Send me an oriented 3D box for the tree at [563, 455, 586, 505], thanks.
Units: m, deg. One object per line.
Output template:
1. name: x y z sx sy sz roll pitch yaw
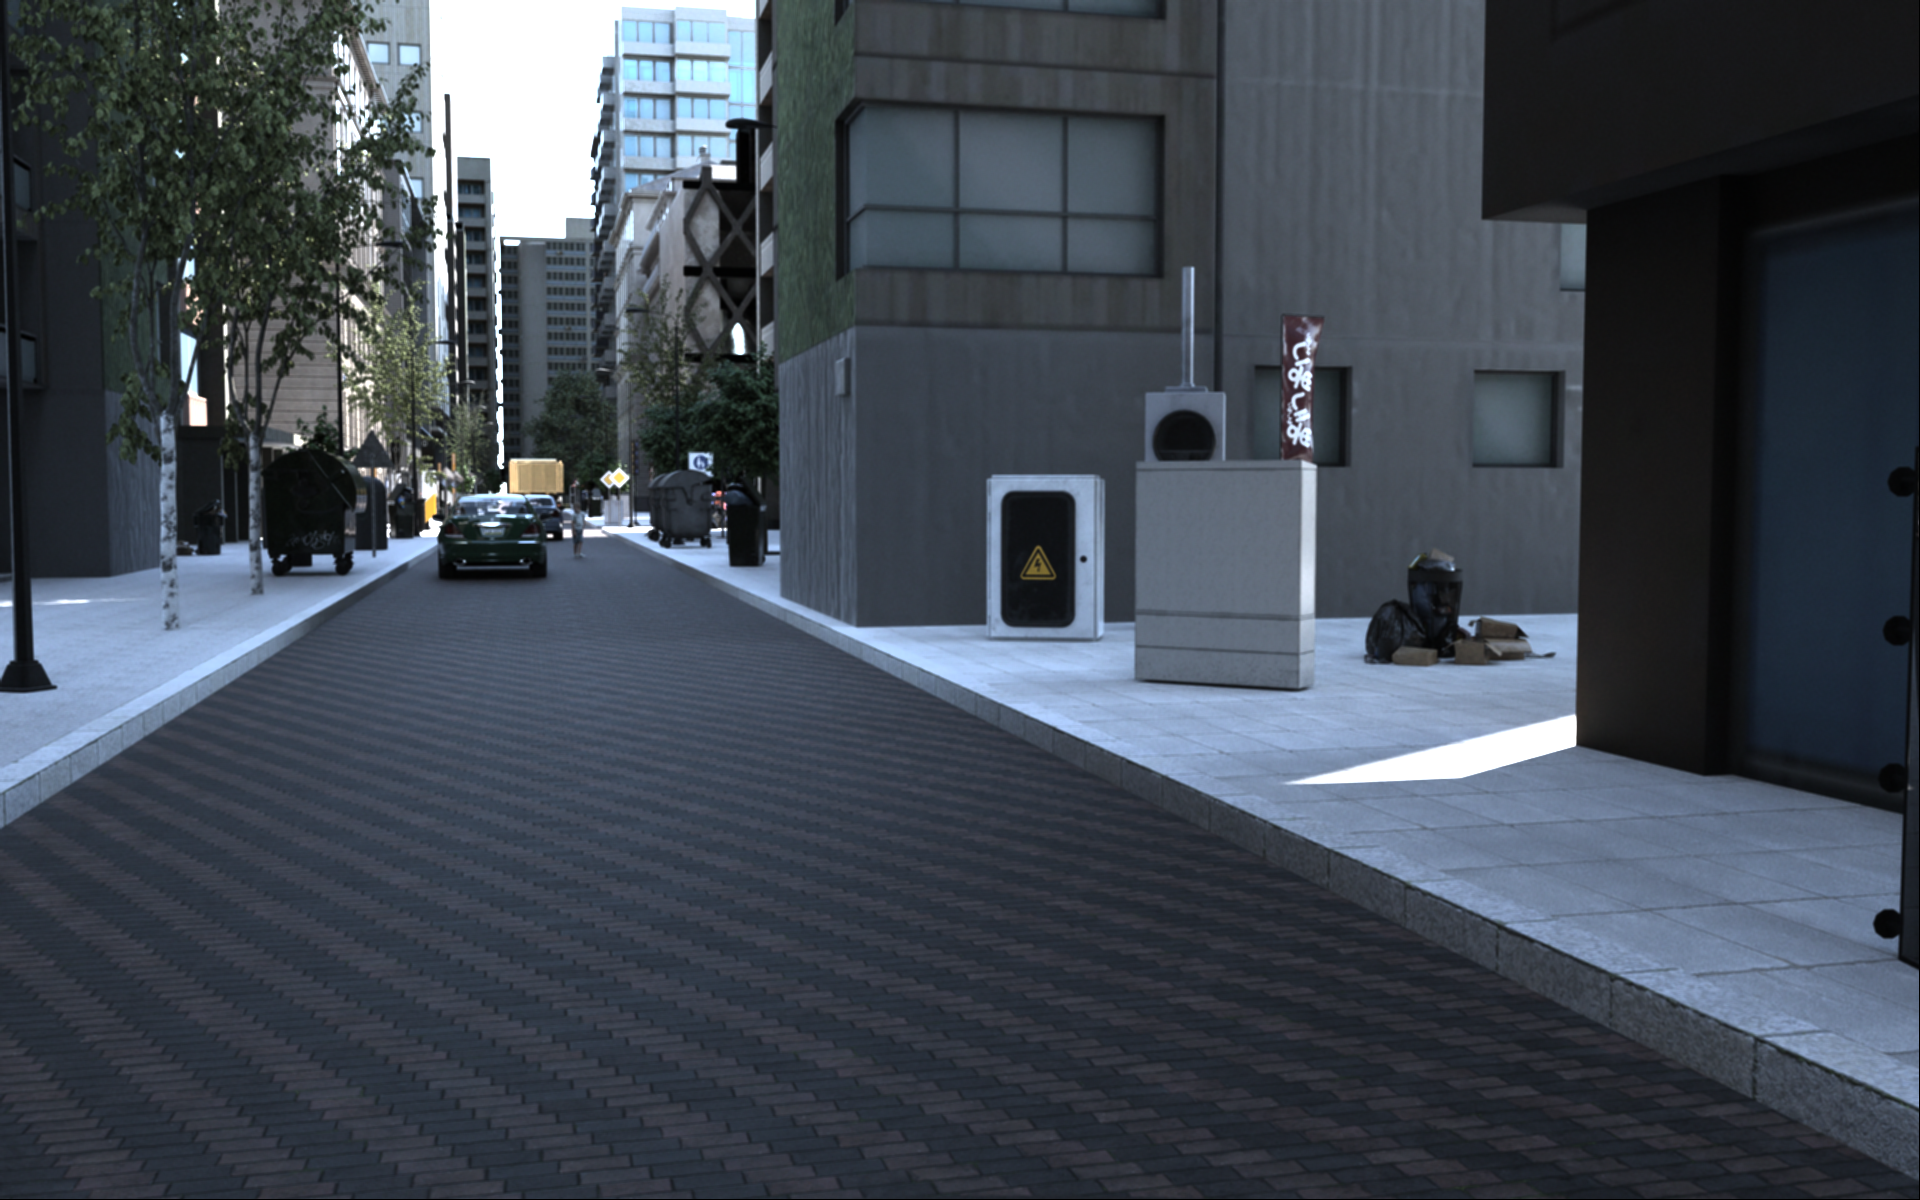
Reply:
1. tree: -25.047 -8.352 120.265 4.285 4.588 4.351 0 3 0

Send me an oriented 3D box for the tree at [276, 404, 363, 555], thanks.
1. tree: -13.523 -2.602 37.141 1.663 3.219 1.824 0 3 0

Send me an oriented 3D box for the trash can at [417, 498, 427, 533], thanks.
1. trash can: -18.120 -2.814 57.661 0.748 1.137 0.748 0 3 0

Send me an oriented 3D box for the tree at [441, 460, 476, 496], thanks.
1. tree: -30.294 -6.691 104.001 1.663 3.219 1.824 0 3 0

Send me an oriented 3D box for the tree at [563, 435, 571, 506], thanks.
1. tree: -39.824 -13.844 176.714 4.360 8.622 3.978 0 3 0

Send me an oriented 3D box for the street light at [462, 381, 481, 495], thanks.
1. street light: -20.632 -6.034 71.196 1.470 5.913 1.316 -1 4 -14

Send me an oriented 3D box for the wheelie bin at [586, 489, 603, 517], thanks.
1. wheelie bin: -20.808 -5.538 98.449 0.980 1.594 0.693 -2 4 -31

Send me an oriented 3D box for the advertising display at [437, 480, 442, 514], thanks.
1. advertising display: -23.981 -4.560 79.772 0.123 1.923 0.974 -1 4 -22

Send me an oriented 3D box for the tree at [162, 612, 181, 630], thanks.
1. tree: -7.365 -4.038 16.380 4.737 8.622 4.395 0 3 0

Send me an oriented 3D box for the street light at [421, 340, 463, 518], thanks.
1. street light: -15.946 -4.882 52.355 1.470 5.913 1.316 -1 4 -14

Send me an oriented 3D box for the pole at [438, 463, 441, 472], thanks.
1. pole: -34.051 -7.309 113.345 0.158 3.312 0.155 0 3 0

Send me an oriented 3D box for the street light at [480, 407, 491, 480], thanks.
1. street light: -25.857 -7.304 91.964 1.470 5.913 1.316 -1 4 -14

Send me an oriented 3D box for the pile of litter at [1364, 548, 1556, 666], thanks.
1. pile of litter: 3.889 0.031 13.463 1.719 0.858 1.176 -1 4 -11

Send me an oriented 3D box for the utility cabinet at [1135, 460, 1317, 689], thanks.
1. utility cabinet: 1.773 -0.179 11.601 1.173 1.500 0.318 2 4 31

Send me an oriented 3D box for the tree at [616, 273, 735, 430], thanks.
1. tree: -9.769 -6.640 58.925 4.737 8.622 4.395 0 3 0

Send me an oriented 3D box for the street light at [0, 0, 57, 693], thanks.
1. street light: -5.592 -2.369 11.278 1.470 5.913 1.316 -1 4 -14

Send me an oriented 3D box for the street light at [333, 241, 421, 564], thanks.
1. street light: -10.801 -3.623 31.783 1.470 5.913 1.316 -1 4 -14

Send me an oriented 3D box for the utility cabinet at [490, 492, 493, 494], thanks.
1. utility cabinet: -38.672 -8.158 142.069 0.318 1.500 1.173 -2 4 -35

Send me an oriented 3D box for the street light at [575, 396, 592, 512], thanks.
1. street light: -17.309 -6.697 82.044 1.470 5.913 1.316 -1 4 -14

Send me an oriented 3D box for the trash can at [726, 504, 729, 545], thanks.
1. trash can: -5.374 -1.863 42.119 0.748 1.137 0.748 0 3 0

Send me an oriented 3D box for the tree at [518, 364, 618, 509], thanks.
1. tree: -33.988 -14.408 152.573 9.611 12.733 9.660 0 3 0

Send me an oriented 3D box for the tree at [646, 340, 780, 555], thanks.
1. tree: -4.210 -3.263 37.065 4.285 4.588 4.351 0 3 0

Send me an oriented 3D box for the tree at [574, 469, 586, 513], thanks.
1. tree: -25.046 -7.423 115.962 1.663 3.219 1.824 0 3 0

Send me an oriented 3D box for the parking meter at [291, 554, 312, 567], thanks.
1. parking meter: -11.709 -1.365 30.728 0.372 1.533 0.369 0 3 0

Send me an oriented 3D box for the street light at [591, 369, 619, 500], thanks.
1. street light: -12.834 -5.629 64.567 1.470 5.913 1.316 -1 4 -14

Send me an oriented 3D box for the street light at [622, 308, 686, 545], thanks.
1. street light: -7.638 -4.336 43.440 1.470 5.913 1.316 -1 4 -14

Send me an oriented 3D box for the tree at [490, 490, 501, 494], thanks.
1. tree: -56.768 -13.340 212.703 1.663 3.219 1.824 0 3 0

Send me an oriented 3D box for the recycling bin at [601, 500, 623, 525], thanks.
1. recycling bin: -14.667 -3.717 73.325 0.722 1.027 0.722 0 4 -4

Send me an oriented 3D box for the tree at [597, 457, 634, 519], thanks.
1. tree: -17.889 -5.898 91.033 1.663 3.219 1.824 0 3 0

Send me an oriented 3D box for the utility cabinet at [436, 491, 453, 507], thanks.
1. utility cabinet: -33.046 -6.241 110.721 1.173 1.500 0.318 -3 4 -38

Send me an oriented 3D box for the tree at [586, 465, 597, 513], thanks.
1. tree: -21.999 -6.933 107.952 1.663 3.219 1.824 0 3 0

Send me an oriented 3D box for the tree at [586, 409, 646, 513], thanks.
1. tree: -8.362 -4.250 53.200 4.285 4.588 4.351 0 3 0

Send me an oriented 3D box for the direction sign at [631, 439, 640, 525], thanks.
1. direction sign: -13.531 -4.903 72.165 0.379 3.537 0.876 -2 4 -28

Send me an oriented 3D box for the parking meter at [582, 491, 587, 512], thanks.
1. parking meter: -27.630 -7.282 127.475 0.372 1.533 0.369 0 3 0

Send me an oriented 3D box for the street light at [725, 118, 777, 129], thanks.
1. street light: -2.211 -3.006 21.694 1.470 5.913 1.316 -1 4 -14

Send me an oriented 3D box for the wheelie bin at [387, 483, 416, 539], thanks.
1. wheelie bin: -16.173 -2.585 50.170 0.693 1.594 0.980 -3 5 -40

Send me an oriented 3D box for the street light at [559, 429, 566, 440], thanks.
1. street light: -27.623 -9.242 123.654 1.470 5.913 1.316 -1 4 -14

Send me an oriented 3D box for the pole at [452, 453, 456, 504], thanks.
1. pole: -25.259 -5.666 86.490 0.158 3.312 0.155 0 3 0

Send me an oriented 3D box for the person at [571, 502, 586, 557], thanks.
1. person: -8.658 -1.600 39.346 0.332 1.250 0.352 0 4 -1

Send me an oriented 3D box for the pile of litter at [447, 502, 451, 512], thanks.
1. pile of litter: -38.198 -7.218 131.983 1.719 0.858 1.176 -3 4 -37

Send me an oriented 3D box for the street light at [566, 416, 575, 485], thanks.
1. street light: -22.431 -7.967 102.802 1.470 5.913 1.316 -1 4 -14

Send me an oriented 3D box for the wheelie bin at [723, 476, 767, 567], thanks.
1. wheelie bin: -3.834 -1.404 30.860 0.693 1.594 0.980 0 4 5

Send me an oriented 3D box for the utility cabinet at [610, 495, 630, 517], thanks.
1. utility cabinet: -19.117 -5.271 97.345 1.020 1.237 0.306 -2 4 -30

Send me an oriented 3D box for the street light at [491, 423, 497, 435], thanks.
1. street light: -31.125 -8.583 112.869 1.470 5.913 1.316 -1 4 -14

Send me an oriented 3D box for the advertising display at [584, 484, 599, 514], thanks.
1. advertising display: -23.808 -6.529 111.961 0.974 1.923 0.123 1 4 12

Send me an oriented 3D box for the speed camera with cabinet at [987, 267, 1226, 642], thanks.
1. speed camera with cabinet: 1.279 -1.272 15.133 2.038 3.252 0.660 1 4 10

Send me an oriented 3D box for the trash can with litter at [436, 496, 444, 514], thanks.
1. trash can with litter: -24.570 -4.322 82.045 0.624 1.170 1.055 2 4 31

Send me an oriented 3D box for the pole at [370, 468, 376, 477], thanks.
1. pole: -20.929 -4.156 61.795 0.158 3.312 0.155 0 3 0

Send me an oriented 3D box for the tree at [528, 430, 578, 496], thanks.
1. tree: -47.409 -16.456 203.459 7.601 10.594 8.767 -1 4 -22

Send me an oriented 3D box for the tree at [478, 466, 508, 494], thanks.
1. tree: -53.132 -13.072 197.440 4.285 4.588 4.351 0 3 0

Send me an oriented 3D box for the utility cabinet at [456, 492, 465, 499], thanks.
1. utility cabinet: -38.745 -7.629 133.419 1.173 1.500 0.318 -3 4 -39

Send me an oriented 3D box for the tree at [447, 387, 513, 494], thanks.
1. tree: -33.214 -10.340 119.428 4.360 8.622 3.978 0 3 0
